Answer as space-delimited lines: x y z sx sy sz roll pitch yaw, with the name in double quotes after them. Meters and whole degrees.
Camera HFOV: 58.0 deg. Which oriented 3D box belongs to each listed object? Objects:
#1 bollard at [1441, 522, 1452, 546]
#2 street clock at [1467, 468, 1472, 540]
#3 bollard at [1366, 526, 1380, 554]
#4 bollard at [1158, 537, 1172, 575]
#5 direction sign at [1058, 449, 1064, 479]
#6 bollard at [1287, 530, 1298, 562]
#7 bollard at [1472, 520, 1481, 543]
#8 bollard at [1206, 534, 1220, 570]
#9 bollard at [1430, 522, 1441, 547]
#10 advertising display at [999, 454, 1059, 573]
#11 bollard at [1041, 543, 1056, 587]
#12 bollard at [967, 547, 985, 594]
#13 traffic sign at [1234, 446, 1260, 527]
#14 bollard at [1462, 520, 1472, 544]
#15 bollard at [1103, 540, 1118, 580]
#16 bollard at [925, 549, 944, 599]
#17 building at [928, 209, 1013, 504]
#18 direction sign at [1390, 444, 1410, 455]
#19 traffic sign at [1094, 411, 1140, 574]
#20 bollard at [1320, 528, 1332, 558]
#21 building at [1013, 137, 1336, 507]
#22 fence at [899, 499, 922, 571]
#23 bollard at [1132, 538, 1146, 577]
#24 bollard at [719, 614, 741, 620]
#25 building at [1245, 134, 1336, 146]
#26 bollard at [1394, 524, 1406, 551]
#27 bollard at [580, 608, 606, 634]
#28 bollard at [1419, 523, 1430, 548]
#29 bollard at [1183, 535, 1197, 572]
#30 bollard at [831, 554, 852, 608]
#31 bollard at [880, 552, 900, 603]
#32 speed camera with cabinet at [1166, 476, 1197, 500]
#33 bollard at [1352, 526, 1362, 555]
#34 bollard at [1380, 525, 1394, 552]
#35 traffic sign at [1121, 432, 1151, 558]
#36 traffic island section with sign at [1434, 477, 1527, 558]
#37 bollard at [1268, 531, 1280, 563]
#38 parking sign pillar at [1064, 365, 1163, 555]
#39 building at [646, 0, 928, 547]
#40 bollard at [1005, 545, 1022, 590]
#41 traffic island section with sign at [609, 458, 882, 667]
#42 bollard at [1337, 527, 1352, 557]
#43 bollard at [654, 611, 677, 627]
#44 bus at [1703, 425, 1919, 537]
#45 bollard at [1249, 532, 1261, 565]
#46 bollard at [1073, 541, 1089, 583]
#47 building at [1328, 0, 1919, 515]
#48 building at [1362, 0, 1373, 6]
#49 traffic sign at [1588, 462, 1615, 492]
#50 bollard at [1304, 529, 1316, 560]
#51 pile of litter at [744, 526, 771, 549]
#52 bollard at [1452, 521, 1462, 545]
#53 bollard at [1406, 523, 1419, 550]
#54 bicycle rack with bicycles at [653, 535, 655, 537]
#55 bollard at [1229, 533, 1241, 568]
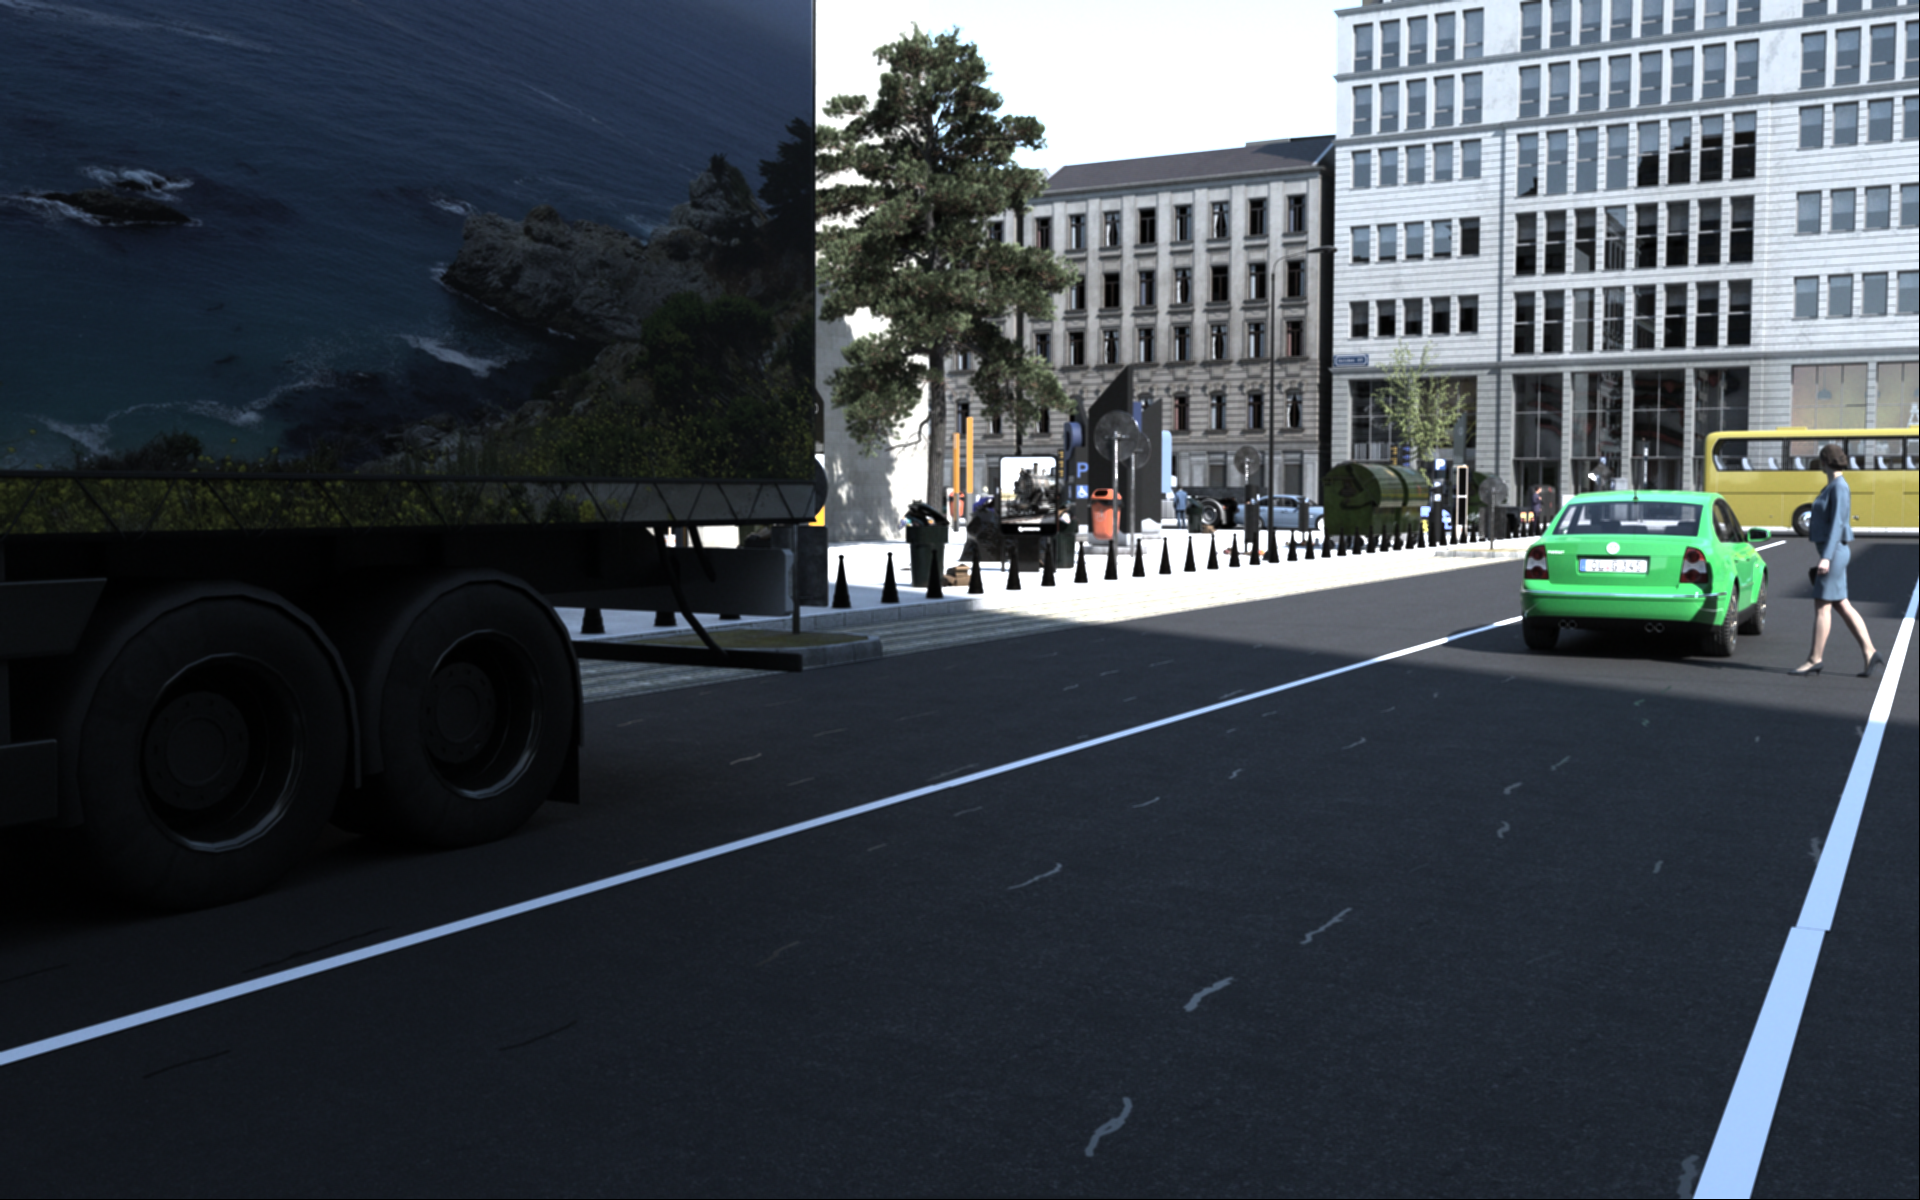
11.957 -1.639 42.841 0.229 0.601 0.229 0 3 0 "bollard"
14.124 -2.692 48.590 0.471 2.002 0.358 -3 5 -40 "street clock"
8.889 -1.310 37.456 0.229 0.601 0.229 0 3 0 "bollard"
3.273 -0.708 27.625 0.229 0.601 0.229 0 3 0 "bollard"
5.297 -5.821 87.172 0.876 3.537 0.379 -2 4 -28 "direction sign"
6.333 -1.037 32.989 0.229 0.601 0.229 0 3 0 "bollard"
13.489 -1.803 45.516 0.229 0.601 0.229 0 3 0 "bollard"
4.295 -0.818 29.411 0.229 0.601 0.229 0 3 0 "bollard"
11.449 -1.584 41.944 0.229 0.601 0.229 0 3 0 "bollard"
1.121 -1.410 28.268 0.974 1.923 0.123 1 4 10 "advertising display"
1.227 -0.489 24.041 0.229 0.601 0.229 0 3 0 "bollard"
0.204 -0.380 22.246 0.229 0.601 0.229 0 3 0 "bollard"
7.555 -2.791 45.745 0.768 2.556 0.104 2 4 35 "traffic sign"
12.976 -1.748 44.626 0.229 0.601 0.229 0 3 0 "bollard"
2.253 -0.599 25.835 0.229 0.601 0.229 0 3 0 "bollard"
-0.313 -0.324 21.338 0.229 0.601 0.229 0 3 0 "bollard"
-2.268 -15.914 109.351 18.267 20.994 9.793 2 4 30 "building"
20.039 -5.319 78.958 0.876 3.537 0.379 1 4 12 "direction sign"
2.377 -1.615 26.517 0.768 2.556 0.104 2 4 30 "traffic sign"
7.352 -1.146 34.772 0.229 0.601 0.229 0 3 0 "bollard"
13.581 -15.360 100.286 18.267 20.994 9.793 2 4 30 "building"
-0.738 -1.151 30.024 0.480 1.192 2.264 0 4 2 "fence"
2.759 -0.654 26.729 0.229 0.601 0.229 0 3 0 "bollard"
-2.361 -0.105 17.751 0.229 0.601 0.229 0 3 0 "bollard"
41.575 -31.569 199.743 14.086 41.232 14.154 2 4 30 "building"
9.912 -1.420 39.257 0.229 0.601 0.229 0 3 0 "bollard"
-3.386 0.005 15.957 0.229 0.601 0.229 0 3 0 "bollard"
10.939 -1.530 41.051 0.229 0.601 0.229 0 3 0 "bollard"
3.787 -0.763 28.515 0.229 0.601 0.229 0 3 0 "bollard"
-1.338 -0.214 19.538 0.229 0.601 0.229 0 3 0 "bollard"
-0.826 -0.269 20.440 0.229 0.601 0.229 0 3 0 "bollard"
11.200 -5.772 88.700 2.038 3.252 0.660 -2 4 -32 "speed camera with cabinet"
8.379 -1.255 36.565 0.229 0.601 0.229 0 3 0 "bollard"
9.395 -1.364 38.350 0.229 0.601 0.229 0 3 0 "bollard"
3.456 -2.115 34.689 0.768 2.556 0.104 3 4 37 "traffic sign"
12.047 -1.882 39.398 1.989 1.847 2.006 2 4 30 "traffic island section with sign"
5.820 -0.981 32.088 0.229 0.601 0.229 0 3 0 "bollard"
3.287 -2.953 36.759 1.447 3.967 1.447 -2 4 -35 "parking sign pillar"
-10.790 -11.887 49.106 16.860 20.320 10.420 2 4 30 "building"
0.718 -0.434 23.136 0.229 0.601 0.229 0 3 0 "bollard"
-1.770 -0.402 15.199 1.989 1.847 2.006 2 4 30 "traffic island section with sign"
7.864 -1.200 35.664 0.229 0.601 0.229 0 3 0 "bollard"
-2.871 -0.050 16.859 0.229 0.601 0.229 0 3 0 "bollard"
31.193 -4.003 56.999 12.252 3.916 2.896 2 4 28 "bus"
5.312 -0.927 31.195 0.229 0.601 0.229 0 3 0 "bollard"
1.744 -0.544 24.940 0.229 0.601 0.229 0 3 0 "bollard"
35.130 -19.017 88.426 29.804 29.767 11.434 2 4 30 "building"
46.717 -32.340 152.455 21.300 48.544 21.600 2 4 30 "building"
19.863 -3.062 53.699 0.795 2.450 0.064 2 4 30 "traffic sign"
6.844 -1.091 33.880 0.229 0.601 0.229 0 3 0 "bollard"
-2.694 -0.519 22.443 1.719 0.858 1.176 3 5 44 "pile of litter"
12.466 -1.694 43.734 0.229 0.601 0.229 0 3 0 "bollard"
10.428 -1.475 40.159 0.229 0.601 0.229 0 3 0 "bollard"
-8.040 -2.601 55.906 2.852 0.926 2.925 1 4 16 "bicycle rack with bicycles"
4.806 -0.872 30.302 0.229 0.601 0.229 0 3 0 "bollard"
